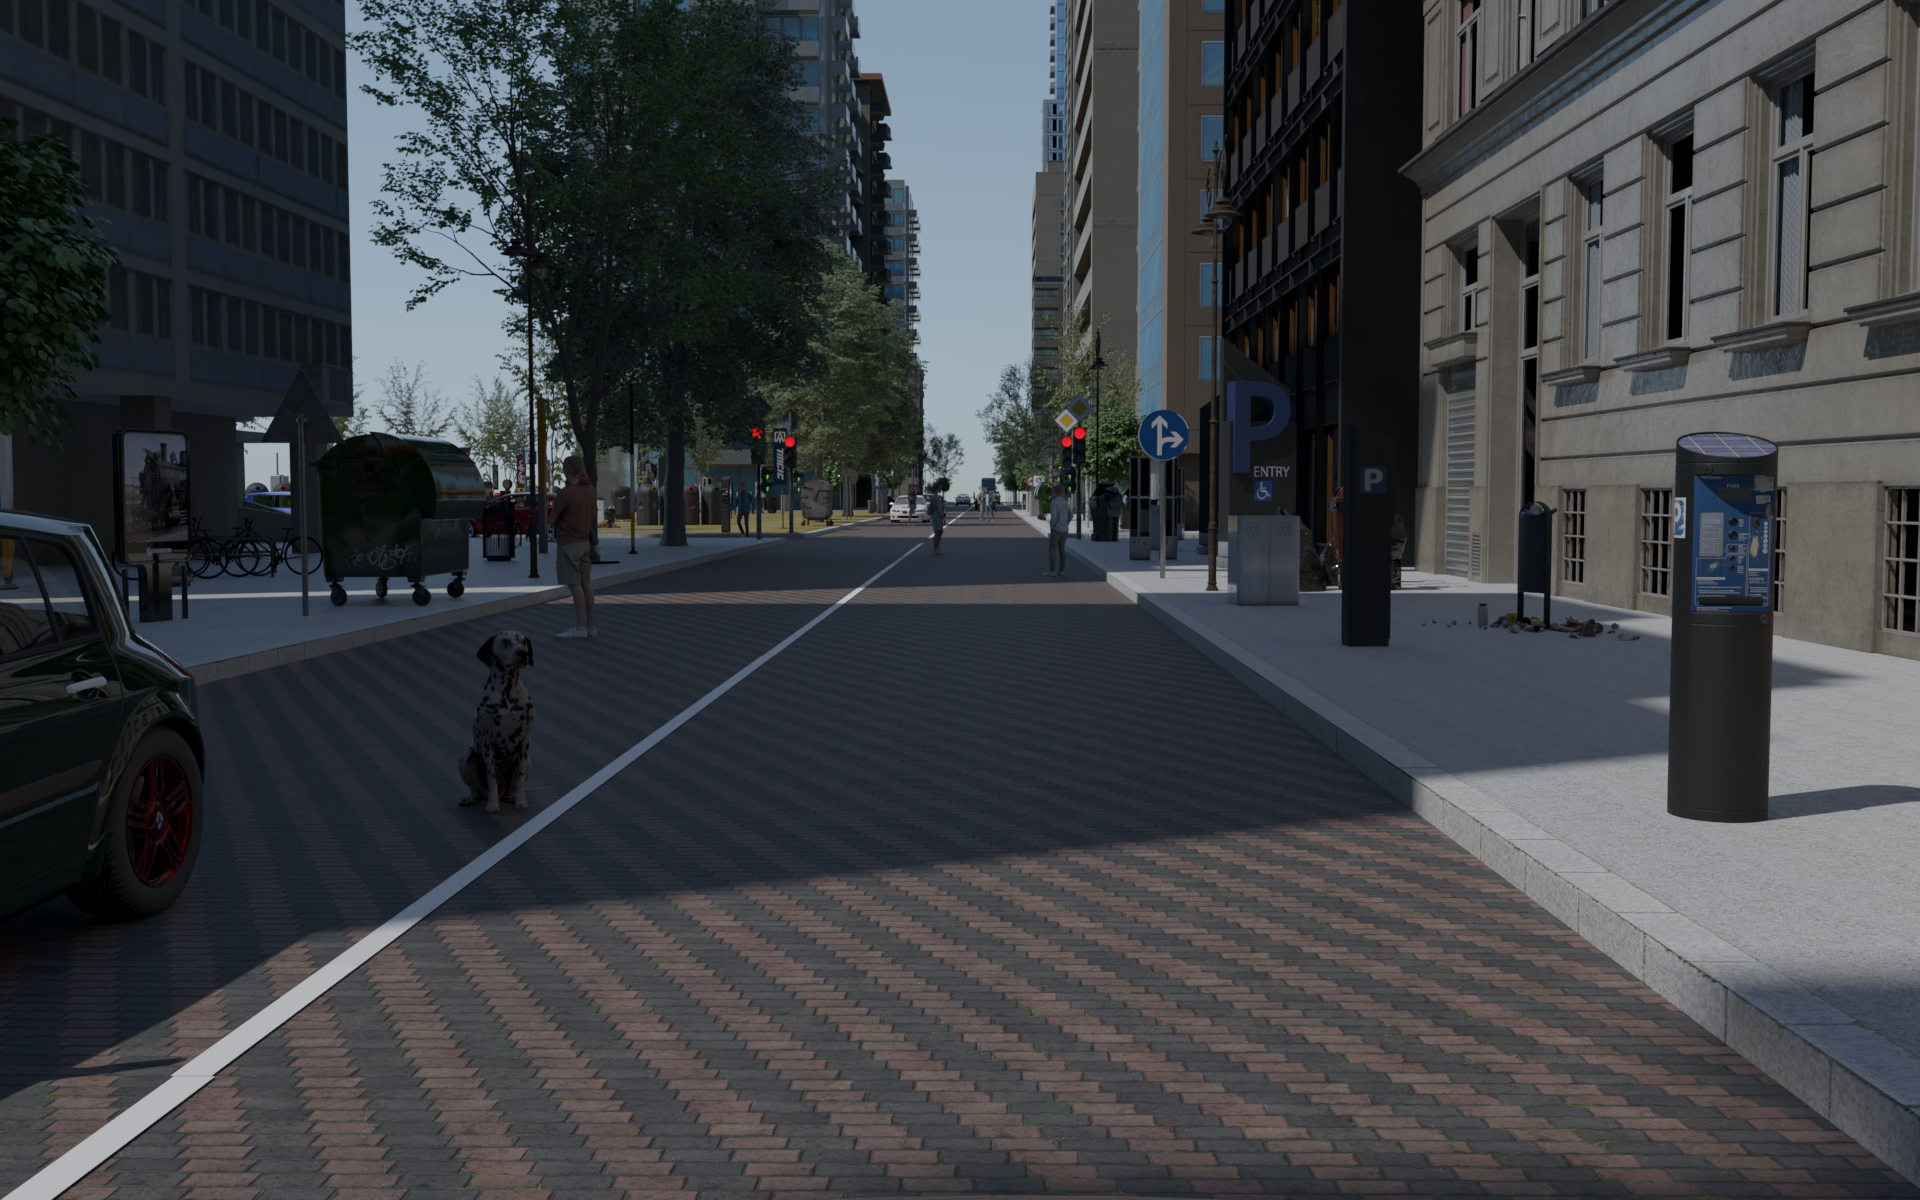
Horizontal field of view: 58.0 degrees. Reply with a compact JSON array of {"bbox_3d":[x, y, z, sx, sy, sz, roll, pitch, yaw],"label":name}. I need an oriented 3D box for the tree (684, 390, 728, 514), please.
[{"bbox_3d":[-16.993,-9.959,113.194,4.360,8.622,3.978,0,3,0],"label":"tree"}]

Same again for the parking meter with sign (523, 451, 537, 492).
[{"bbox_3d":[-17.217,-4.465,69.262,0.543,3.016,1.738,-1,4,-12],"label":"parking meter with sign"}]

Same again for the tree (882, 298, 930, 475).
[{"bbox_3d":[-6.443,-11.729,98.420,9.857,13.997,8.962,0,3,0],"label":"tree"}]

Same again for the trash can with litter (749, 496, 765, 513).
[{"bbox_3d":[-13.999,-6.487,117.119,1.678,1.210,2.233,2,4,26],"label":"trash can with litter"}]

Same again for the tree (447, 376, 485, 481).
[{"bbox_3d":[-28.347,-9.400,104.056,4.737,8.622,4.395,0,3,0],"label":"tree"}]

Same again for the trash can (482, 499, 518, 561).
[{"bbox_3d":[-8.831,-1.315,33.156,0.748,1.137,0.748,0,3,0],"label":"trash can"}]

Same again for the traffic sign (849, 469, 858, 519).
[{"bbox_3d":[-5.599,-5.420,88.726,0.768,2.556,0.104,0,4,8],"label":"traffic sign"}]

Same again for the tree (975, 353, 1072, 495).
[{"bbox_3d":[4.990,-10.991,114.114,8.767,10.594,7.601,0,4,8],"label":"tree"}]

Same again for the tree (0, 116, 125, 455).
[{"bbox_3d":[-7.921,-1.784,12.882,4.285,4.588,4.351,0,3,0],"label":"tree"}]

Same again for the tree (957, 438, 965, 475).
[{"bbox_3d":[-2.643,-22.120,287.422,9.928,11.665,9.643,0,3,0],"label":"tree"}]

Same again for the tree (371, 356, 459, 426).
[{"bbox_3d":[-29.470,-8.746,93.357,4.360,8.622,3.978,0,3,0],"label":"tree"}]

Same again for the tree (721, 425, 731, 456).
[{"bbox_3d":[-18.139,-10.408,120.525,4.737,8.622,4.395,0,3,0],"label":"tree"}]

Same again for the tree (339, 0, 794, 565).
[{"bbox_3d":[-6.882,-6.461,31.386,9.928,11.665,9.643,0,3,0],"label":"tree"}]

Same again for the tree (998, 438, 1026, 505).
[{"bbox_3d":[6.472,-15.540,204.447,4.360,8.622,3.978,0,3,0],"label":"tree"}]

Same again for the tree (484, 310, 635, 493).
[{"bbox_3d":[-14.068,-6.743,60.610,4.737,8.622,4.395,0,3,0],"label":"tree"}]

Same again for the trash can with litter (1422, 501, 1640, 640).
[{"bbox_3d":[5.468,-0.313,16.183,1.678,1.210,2.233,-1,4,-11],"label":"trash can with litter"}]

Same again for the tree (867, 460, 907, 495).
[{"bbox_3d":[-5.901,-9.481,138.731,4.285,4.588,4.351,0,3,0],"label":"tree"}]

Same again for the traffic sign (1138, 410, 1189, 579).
[{"bbox_3d":[3.080,-1.599,26.251,0.768,2.556,0.104,0,4,3],"label":"traffic sign"}]

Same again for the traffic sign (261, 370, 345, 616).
[{"bbox_3d":[-6.890,-1.111,18.164,0.884,2.594,0.081,0,4,2],"label":"traffic sign"}]

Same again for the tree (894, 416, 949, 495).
[{"bbox_3d":[-4.703,-16.160,198.631,7.601,10.594,8.767,0,4,5],"label":"tree"}]

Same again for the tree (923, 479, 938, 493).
[{"bbox_3d":[-3.970,-14.209,226.913,1.663,3.219,1.824,0,3,0],"label":"tree"}]

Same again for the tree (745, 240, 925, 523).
[{"bbox_3d":[-5.892,-9.747,77.486,7.486,12.596,7.792,0,3,0],"label":"tree"}]

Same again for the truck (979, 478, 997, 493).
[{"bbox_3d":[4.762,-17.646,278.264,2.967,4.110,18.799,0,4,-1],"label":"truck"}]

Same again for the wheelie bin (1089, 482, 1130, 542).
[{"bbox_3d":[3.973,-2.377,46.770,0.980,1.594,0.693,-3,5,-45],"label":"wheelie bin"}]

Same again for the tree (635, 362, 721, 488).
[{"bbox_3d":[-16.174,-8.699,92.593,4.737,8.622,4.395,0,3,0],"label":"tree"}]

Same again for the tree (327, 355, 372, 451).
[{"bbox_3d":[-31.195,-8.319,86.382,4.737,8.622,4.395,0,3,0],"label":"tree"}]

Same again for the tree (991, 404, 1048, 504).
[{"bbox_3d":[7.366,-18.270,216.842,7.486,12.596,7.792,0,3,0],"label":"tree"}]

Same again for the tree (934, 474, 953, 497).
[{"bbox_3d":[-2.687,-18.020,278.335,4.285,4.588,4.351,0,3,0],"label":"tree"}]

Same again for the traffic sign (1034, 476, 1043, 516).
[{"bbox_3d":[4.436,-5.818,97.258,0.606,2.300,0.079,1,4,10],"label":"traffic sign"}]

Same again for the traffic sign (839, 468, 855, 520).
[{"bbox_3d":[-5.541,-5.182,84.834,0.768,2.556,0.104,0,4,8],"label":"traffic sign"}]

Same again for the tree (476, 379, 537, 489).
[{"bbox_3d":[-28.951,-9.828,111.046,4.360,8.622,3.978,0,3,0],"label":"tree"}]

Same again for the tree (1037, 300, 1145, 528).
[{"bbox_3d":[4.865,-7.036,65.393,4.737,8.622,4.395,0,3,0],"label":"tree"}]

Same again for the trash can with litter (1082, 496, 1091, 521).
[{"bbox_3d":[6.208,-4.335,82.262,0.624,1.170,1.055,-1,4,-20],"label":"trash can with litter"}]

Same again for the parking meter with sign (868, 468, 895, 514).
[{"bbox_3d":[-5.191,-7.225,114.390,1.738,3.016,0.543,-1,4,-20],"label":"parking meter with sign"}]

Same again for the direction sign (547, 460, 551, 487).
[{"bbox_3d":[-27.239,-7.496,114.550,0.379,3.537,0.876,-2,4,-32],"label":"direction sign"}]

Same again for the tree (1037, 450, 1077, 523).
[{"bbox_3d":[4.484,-5.018,76.645,1.663,3.219,1.824,0,3,0],"label":"tree"}]

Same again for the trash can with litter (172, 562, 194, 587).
[{"bbox_3d":[-11.076,-0.791,24.318,1.055,1.170,0.624,3,5,43],"label":"trash can with litter"}]

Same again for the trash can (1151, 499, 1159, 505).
[{"bbox_3d":[5.183,-2.234,48.172,0.748,1.137,0.748,0,3,0],"label":"trash can"}]

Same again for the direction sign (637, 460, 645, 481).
[{"bbox_3d":[-21.261,-7.556,115.536,0.876,3.537,0.379,3,5,41],"label":"direction sign"}]

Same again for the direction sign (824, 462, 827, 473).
[{"bbox_3d":[-9.946,-8.471,130.489,0.876,3.537,0.379,0,4,-3],"label":"direction sign"}]

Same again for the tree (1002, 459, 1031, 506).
[{"bbox_3d":[5.846,-9.725,142.711,4.285,4.588,4.351,0,3,0],"label":"tree"}]

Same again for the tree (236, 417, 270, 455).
[{"bbox_3d":[-29.228,-7.191,67.929,4.360,8.622,3.978,0,3,0],"label":"tree"}]

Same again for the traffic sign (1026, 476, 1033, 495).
[{"bbox_3d":[4.996,-7.370,120.597,0.768,2.556,0.104,1,4,11],"label":"traffic sign"}]

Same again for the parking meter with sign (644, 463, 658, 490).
[{"bbox_3d":[-16.933,-6.193,97.523,1.738,3.016,0.543,2,4,28],"label":"parking meter with sign"}]

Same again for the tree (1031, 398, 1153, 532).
[{"bbox_3d":[5.251,-4.632,59.441,4.285,4.588,4.351,0,3,0],"label":"tree"}]

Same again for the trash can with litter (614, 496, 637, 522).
[{"bbox_3d":[-15.179,-4.206,79.822,2.233,1.210,1.678,-1,4,-18],"label":"trash can with litter"}]

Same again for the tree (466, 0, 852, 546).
[{"bbox_3d":[-7.100,-8.316,42.614,9.857,13.997,8.962,0,3,0],"label":"tree"}]

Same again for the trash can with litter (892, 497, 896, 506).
[{"bbox_3d":[-4.666,-6.934,124.754,1.055,1.170,0.624,0,4,2],"label":"trash can with litter"}]

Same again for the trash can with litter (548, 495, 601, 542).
[{"bbox_3d":[-10.624,-2.175,46.616,1.678,1.210,2.233,0,4,1],"label":"trash can with litter"}]

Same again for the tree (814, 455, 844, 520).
[{"bbox_3d":[-6.489,-5.628,86.620,1.663,3.219,1.824,0,3,0],"label":"tree"}]
